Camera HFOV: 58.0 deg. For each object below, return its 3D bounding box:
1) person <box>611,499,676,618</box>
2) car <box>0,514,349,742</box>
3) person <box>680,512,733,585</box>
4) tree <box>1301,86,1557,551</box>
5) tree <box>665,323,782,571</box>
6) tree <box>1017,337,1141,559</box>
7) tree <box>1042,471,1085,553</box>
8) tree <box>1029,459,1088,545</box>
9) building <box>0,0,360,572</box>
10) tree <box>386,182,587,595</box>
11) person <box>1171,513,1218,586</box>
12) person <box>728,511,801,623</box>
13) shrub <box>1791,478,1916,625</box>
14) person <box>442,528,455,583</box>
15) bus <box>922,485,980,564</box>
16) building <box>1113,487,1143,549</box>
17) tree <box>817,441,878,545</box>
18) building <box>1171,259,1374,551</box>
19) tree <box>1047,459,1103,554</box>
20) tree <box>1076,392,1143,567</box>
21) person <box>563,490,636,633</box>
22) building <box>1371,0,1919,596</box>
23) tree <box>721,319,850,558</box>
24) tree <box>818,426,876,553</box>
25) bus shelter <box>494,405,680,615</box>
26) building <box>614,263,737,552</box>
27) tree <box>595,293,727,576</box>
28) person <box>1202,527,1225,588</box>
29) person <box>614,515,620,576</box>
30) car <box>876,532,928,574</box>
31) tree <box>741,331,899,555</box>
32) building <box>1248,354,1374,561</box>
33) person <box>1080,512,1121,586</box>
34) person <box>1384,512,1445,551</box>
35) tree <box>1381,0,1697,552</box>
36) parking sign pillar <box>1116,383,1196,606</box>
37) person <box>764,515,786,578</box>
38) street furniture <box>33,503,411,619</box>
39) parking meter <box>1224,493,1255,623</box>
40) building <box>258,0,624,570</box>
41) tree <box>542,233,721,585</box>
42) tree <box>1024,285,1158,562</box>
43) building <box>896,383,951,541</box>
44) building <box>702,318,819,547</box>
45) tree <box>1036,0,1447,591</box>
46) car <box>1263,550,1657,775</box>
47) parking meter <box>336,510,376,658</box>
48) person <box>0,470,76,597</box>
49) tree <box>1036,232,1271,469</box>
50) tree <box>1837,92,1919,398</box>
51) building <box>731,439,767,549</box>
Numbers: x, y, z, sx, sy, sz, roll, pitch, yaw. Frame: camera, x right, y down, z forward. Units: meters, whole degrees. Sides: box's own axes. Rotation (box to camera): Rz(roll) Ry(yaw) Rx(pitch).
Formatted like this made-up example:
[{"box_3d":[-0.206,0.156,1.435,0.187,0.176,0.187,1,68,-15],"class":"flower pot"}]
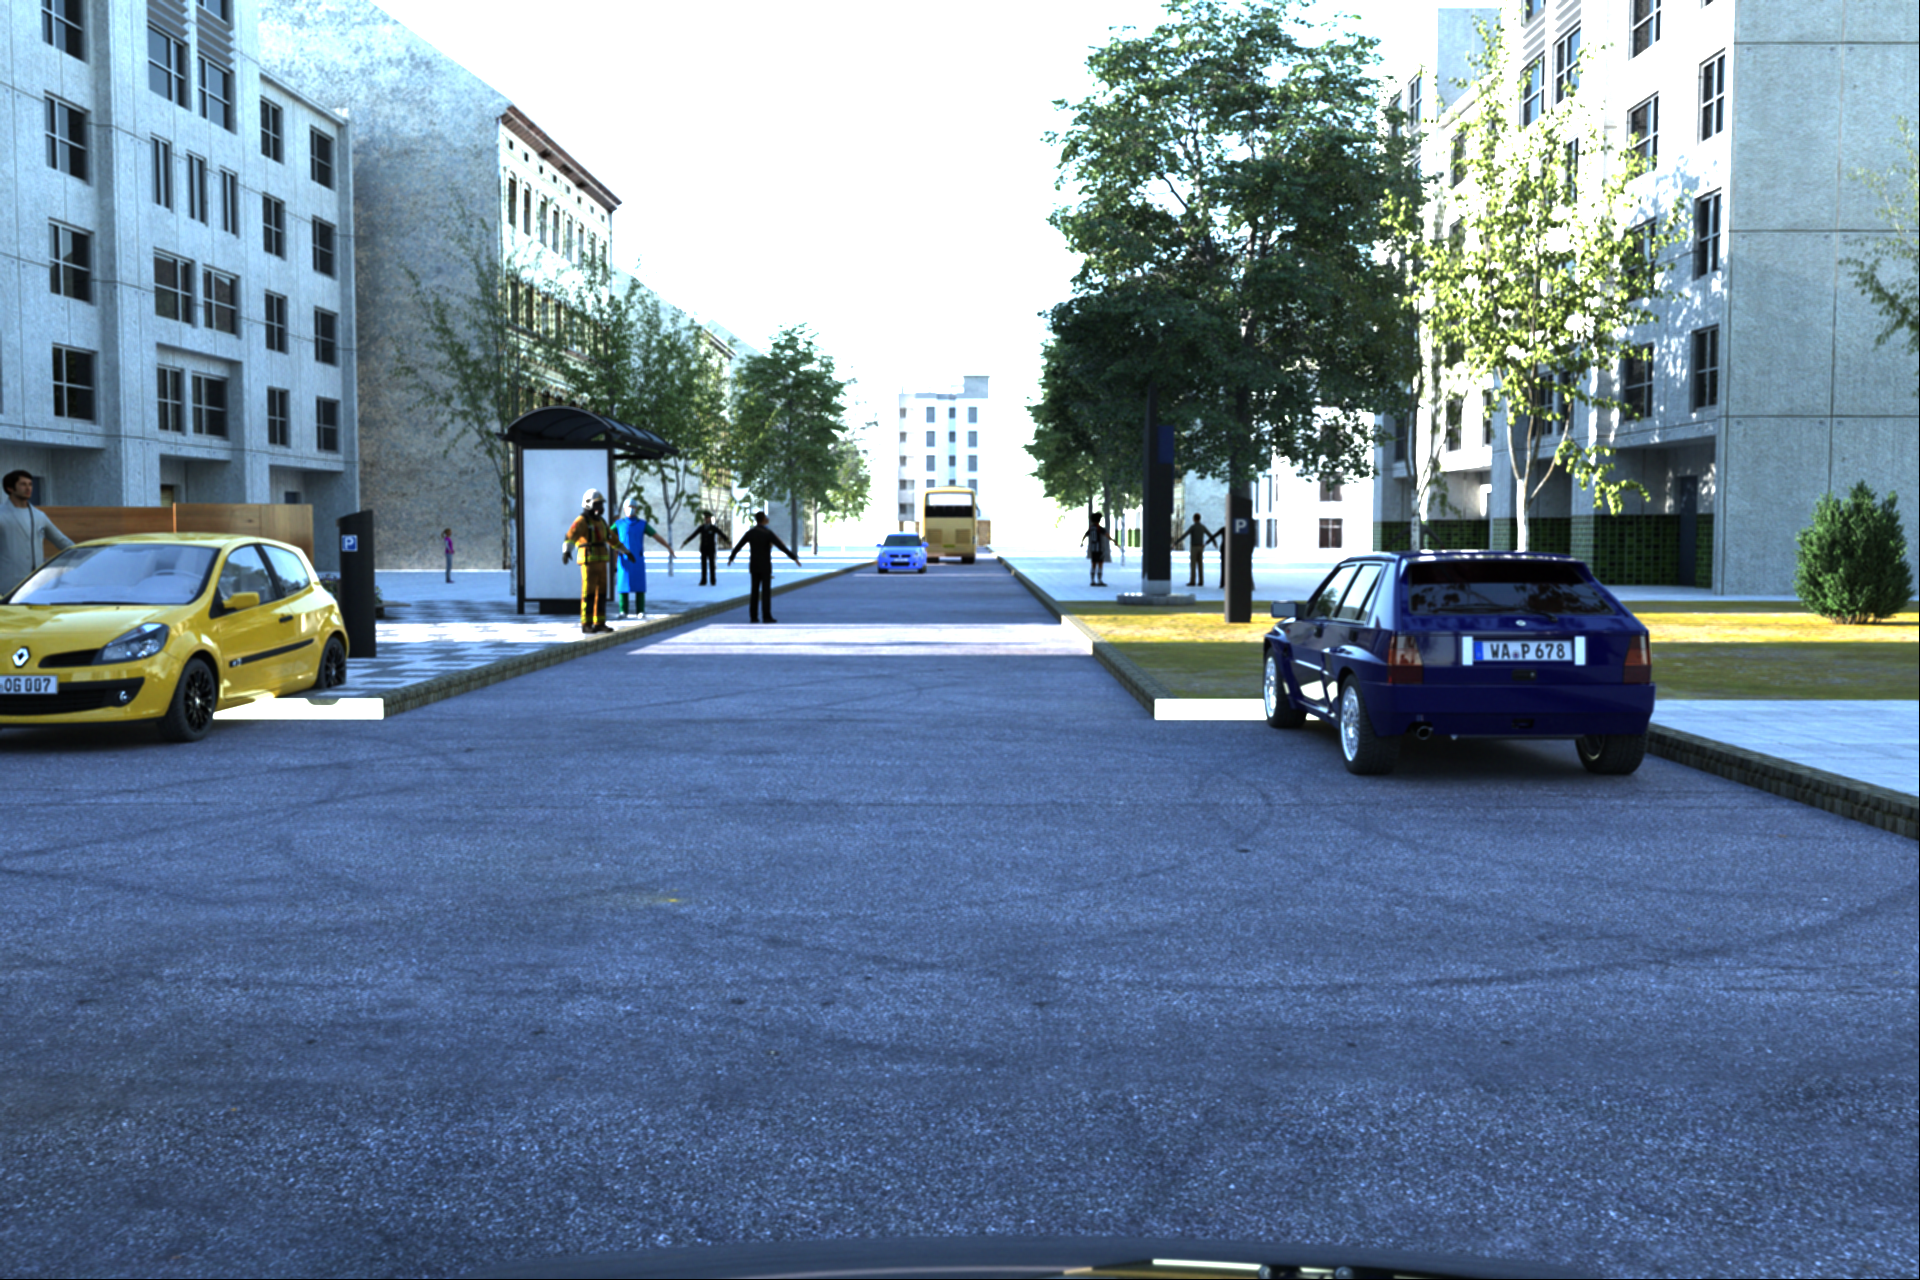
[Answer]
[{"box_3d":[-5.026,-1.246,26.504,1.347,1.817,0.704,-1,4,-9],"class":"person"},{"box_3d":[-6.086,-0.178,13.136,2.015,1.641,3.980,0,4,0],"class":"car"},{"box_3d":[-6.313,-2.286,43.312,1.347,1.837,0.705,0,4,7],"class":"person"},{"box_3d":[7.536,-4.835,29.414,4.360,8.622,3.978,0,3,0],"class":"tree"},{"box_3d":[-8.487,-6.729,60.374,4.737,8.622,4.395,0,3,0],"class":"tree"},{"box_3d":[6.455,-10.506,89.902,7.486,12.596,7.792,0,3,0],"class":"tree"},{"box_3d":[7.350,-10.385,120.152,4.737,8.622,4.395,0,3,0],"class":"tree"},{"box_3d":[12.389,-17.350,209.420,9.928,11.665,9.643,0,3,0],"class":"tree"},{"box_3d":[-29.214,-10.809,43.182,16.747,18.905,31.486,0,4,1],"class":"building"},{"box_3d":[-9.152,-5.247,36.151,4.360,8.622,3.978,0,3,0],"class":"tree"},{"box_3d":[5.849,-2.240,42.900,1.348,1.796,0.705,-2,4,-25],"class":"person"},{"box_3d":[-3.208,-1.183,28.022,1.346,1.802,0.704,2,4,23],"class":"person"},{"box_3d":[12.719,-1.259,24.620,1.661,2.075,1.752,0,3,0],"class":"shrub"},{"box_3d":[-13.361,-2.215,45.477,0.599,1.433,0.991,-1,4,-12],"class":"person"},{"box_3d":[-0.436,-5.809,86.529,2.896,3.916,12.252,0,4,1],"class":"bus"},{"box_3d":[24.471,-18.392,167.160,16.747,18.905,31.486,0,4,1],"class":"building"},{"box_3d":[-13.429,-17.627,206.323,7.486,12.596,7.792,0,3,0],"class":"tree"},{"box_3d":[25.756,-18.691,136.522,19.493,23.208,18.063,0,3,0],"class":"building"},{"box_3d":[7.189,-9.994,113.767,4.737,8.622,4.395,0,3,0],"class":"tree"},{"box_3d":[6.396,-7.195,67.996,4.360,8.622,3.978,0,3,0],"class":"tree"},{"box_3d":[-4.735,-1.024,22.509,0.705,1.858,1.354,2,4,29],"class":"person"},{"box_3d":[24.288,-11.299,51.201,16.747,18.905,31.486,0,4,0],"class":"building"},{"box_3d":[-9.130,-10.625,91.852,7.486,12.596,7.792,0,3,0],"class":"tree"},{"box_3d":[-7.883,-10.268,118.240,4.737,8.622,4.395,0,3,0],"class":"tree"},{"box_3d":[-6.285,-2.204,29.967,2.014,3.302,5.546,0,3,0],"class":"bus shelter"},{"box_3d":[-28.336,-18.641,135.711,19.493,23.208,18.063,0,4,0],"class":"building"},{"box_3d":[-8.890,-6.246,52.479,4.737,8.622,4.395,0,3,0],"class":"tree"},{"box_3d":[6.355,-2.110,41.220,1.216,1.740,0.721,-1,4,-10],"class":"person"},{"box_3d":[-8.224,-2.132,41.659,1.217,1.733,0.721,-1,4,-22],"class":"person"},{"box_3d":[-2.121,-3.327,63.986,1.945,1.707,3.694,0,4,1],"class":"car"},{"box_3d":[-8.643,-11.863,104.330,12.009,13.543,11.850,0,3,0],"class":"tree"},{"box_3d":[20.076,-8.584,82.493,9.099,9.664,28.070,0,4,0],"class":"building"},{"box_3d":[3.397,-2.230,42.607,0.704,1.843,1.345,-3,5,-41],"class":"person"},{"box_3d":[10.083,-1.968,38.301,1.348,1.813,0.705,0,4,0],"class":"person"},{"box_3d":[7.913,-4.507,24.045,4.737,8.622,4.395,0,3,0],"class":"tree"},{"box_3d":[3.583,-2.633,31.529,1.447,3.967,1.447,0,4,1],"class":"parking sign pillar"},{"box_3d":[-5.611,-2.709,50.155,1.347,1.847,0.705,3,4,38],"class":"person"},{"box_3d":[-12.215,-1.298,28.072,9.812,1.723,11.010,-2,4,-31],"class":"street furniture"},{"box_3d":[4.041,-1.181,25.021,0.399,1.863,0.255,0,4,-1],"class":"parking meter"},{"box_3d":[-25.166,-14.617,69.910,19.493,23.208,18.063,0,4,1],"class":"building"},{"box_3d":[-8.367,-5.682,43.261,4.737,8.622,4.395,0,3,0],"class":"tree"},{"box_3d":[6.349,-9.769,77.851,7.486,12.596,7.792,0,3,0],"class":"tree"},{"box_3d":[-7.318,-21.426,209.197,11.380,20.090,16.016,0,4,-2],"class":"building"},{"box_3d":[-25.173,-21.669,185.210,19.493,23.208,18.063,0,4,0],"class":"building"},{"box_3d":[6.287,-8.099,39.077,9.857,13.997,8.962,0,3,0],"class":"tree"},{"box_3d":[3.160,0.056,11.660,1.945,1.354,3.894,0,4,-1],"class":"car"},{"box_3d":[-6.284,-0.588,18.017,0.372,1.533,0.369,0,3,0],"class":"parking meter"},{"box_3d":[-7.725,-0.496,14.297,0.705,1.806,1.347,2,4,25],"class":"person"},{"box_3d":[5.739,-7.140,51.145,7.601,10.594,8.767,1,4,14],"class":"tree"},{"box_3d":[16.572,-4.820,29.171,4.360,8.622,3.978,0,3,0],"class":"tree"},{"box_3d":[-22.361,-13.410,161.399,9.099,9.664,28.070,0,4,1],"class":"building"}]
